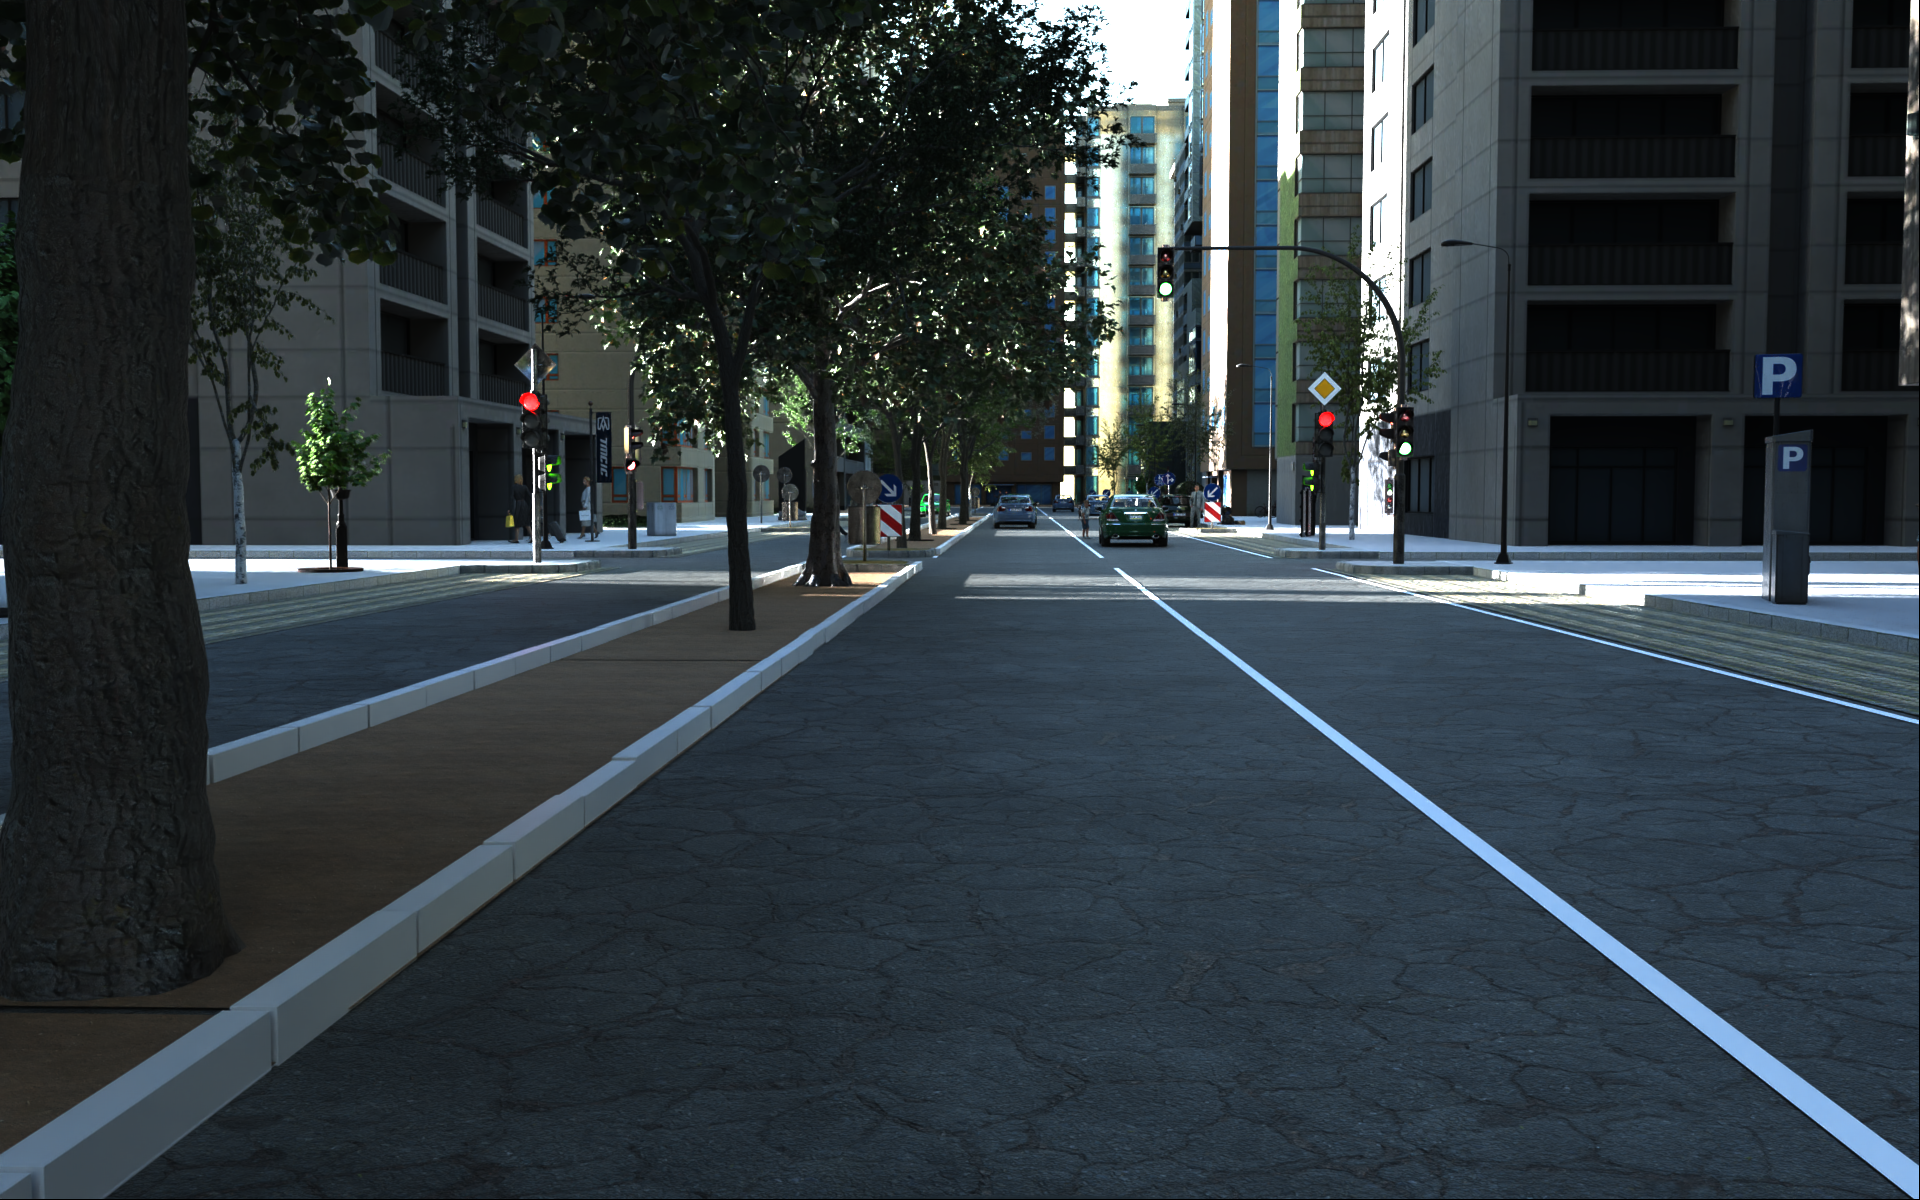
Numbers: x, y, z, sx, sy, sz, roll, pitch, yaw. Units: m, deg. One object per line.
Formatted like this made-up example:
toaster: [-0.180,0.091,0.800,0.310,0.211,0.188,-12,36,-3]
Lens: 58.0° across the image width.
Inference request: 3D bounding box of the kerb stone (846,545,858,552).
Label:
kerb stone: [-2.603,-1.169,41.316,0.120,0.150,1.000,0,4,2]

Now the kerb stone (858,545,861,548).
kerb stone: [-2.578,-1.232,42.338,0.120,0.150,1.000,0,4,2]

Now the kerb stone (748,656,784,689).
kerb stone: [-1.476,0.560,13.036,0.120,0.150,1.000,0,4,2]

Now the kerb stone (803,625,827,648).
kerb stone: [-1.378,0.373,16.102,0.120,0.150,1.000,0,4,2]

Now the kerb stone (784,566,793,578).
kerb stone: [-3.010,-0.441,29.504,0.120,0.150,1.000,0,4,2]

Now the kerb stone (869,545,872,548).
kerb stone: [-2.472,-1.408,45.411,0.120,0.150,1.000,0,4,2]

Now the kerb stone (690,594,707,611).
kerb stone: [-3.291,0.055,21.304,0.120,0.150,1.000,0,4,2]

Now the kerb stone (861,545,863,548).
kerb stone: [-2.542,-1.295,43.367,0.120,0.150,1.000,0,4,2]

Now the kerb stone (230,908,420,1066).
kerb stone: [-1.750,1.062,4.834,0.120,0.150,1.000,0,4,2]

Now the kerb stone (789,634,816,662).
kerb stone: [-1.397,0.435,15.080,0.120,0.150,1.000,0,4,2]

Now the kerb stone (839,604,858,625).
kerb stone: [-1.267,0.185,19.176,0.120,0.150,1.000,0,4,2]

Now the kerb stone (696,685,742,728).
kerb stone: [-1.541,0.686,10.986,0.120,0.150,1.000,0,4,2]

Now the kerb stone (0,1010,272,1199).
kerb stone: [-1.790,1.125,3.807,0.120,0.150,1.000,0,4,2]

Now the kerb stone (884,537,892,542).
kerb stone: [-2.229,-1.858,52.582,0.120,0.150,1.000,0,4,2]

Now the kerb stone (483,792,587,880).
kerb stone: [-1.681,0.936,6.886,0.120,0.150,1.000,0,4,2]

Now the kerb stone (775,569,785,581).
kerb stone: [-3.051,-0.384,28.480,0.120,0.150,1.000,0,4,2]

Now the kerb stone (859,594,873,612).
kerb stone: [-1.193,0.063,21.219,0.120,0.150,1.000,0,4,2]

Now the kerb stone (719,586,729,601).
kerb stone: [-3.218,-0.070,23.347,0.120,0.150,1.000,0,4,2]

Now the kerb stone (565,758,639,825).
kerb stone: [-1.648,0.885,7.913,0.120,0.150,1.000,0,4,2]

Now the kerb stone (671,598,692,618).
kerb stone: [-3.325,0.117,20.276,0.120,0.150,1.000,0,4,2]

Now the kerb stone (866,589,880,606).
kerb stone: [-1.157,-0.003,22.240,0.120,0.150,1.000,0,4,2]

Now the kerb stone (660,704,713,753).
kerb stone: [-1.585,0.751,9.960,0.120,0.150,1.000,0,4,2]

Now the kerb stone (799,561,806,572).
kerb stone: [-2.936,-0.566,31.554,0.120,0.150,1.000,0,4,2]

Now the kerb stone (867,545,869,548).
kerb stone: [-2.495,-1.357,44.388,0.120,0.150,1.000,0,4,2]

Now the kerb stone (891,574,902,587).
kerb stone: [-1.018,-0.254,26.345,0.120,0.150,1.000,0,4,2]

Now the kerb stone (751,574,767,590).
kerb stone: [-3.119,-0.258,26.421,0.120,0.150,1.000,0,4,2]

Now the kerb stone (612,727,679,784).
kerb stone: [-1.620,0.811,8.936,0.120,0.150,1.000,0,4,2]

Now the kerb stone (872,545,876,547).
kerb stone: [-2.390,-1.543,47.466,0.120,0.150,1.000,0,4,2]

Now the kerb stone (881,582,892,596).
kerb stone: [-1.084,-0.123,24.295,0.120,0.150,1.000,0,4,2]

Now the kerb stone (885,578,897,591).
kerb stone: [-1.051,-0.187,25.316,0.120,0.150,1.000,0,4,2]

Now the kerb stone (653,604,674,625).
kerb stone: [-3.366,0.183,19.255,0.120,0.150,1.000,0,4,2]

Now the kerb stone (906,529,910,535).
kerb stone: [-1.834,-2.549,63.867,0.120,0.150,1.000,0,4,2]

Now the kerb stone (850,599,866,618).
kerb stone: [-1.235,0.122,20.198,0.120,0.150,1.000,0,4,2]

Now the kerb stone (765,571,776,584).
kerb stone: [-3.083,-0.321,27.459,0.120,0.150,1.000,0,4,2]

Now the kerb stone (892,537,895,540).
kerb stone: [-2.186,-1.921,53.609,0.120,0.150,1.000,0,4,2]

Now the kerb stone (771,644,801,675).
kerb stone: [-1.435,0.498,14.059,0.120,0.150,1.000,0,4,2]

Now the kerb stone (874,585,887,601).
kerb stone: [-1.120,-0.066,23.273,0.120,0.150,1.000,0,4,2]

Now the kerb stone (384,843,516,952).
kerb stone: [-1.720,1.006,5.866,0.120,0.150,1.000,0,4,2]

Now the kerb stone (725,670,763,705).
kerb stone: [-1.515,0.626,12.009,0.120,0.150,1.000,0,4,2]

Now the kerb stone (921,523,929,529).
kerb stone: [-1.479,-3.176,74.126,0.120,0.150,1.000,0,4,2]

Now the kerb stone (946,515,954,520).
kerb stone: [-0.567,-4.799,100.772,0.120,0.150,1.000,0,4,2]

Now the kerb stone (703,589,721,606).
kerb stone: [-3.261,-0.008,22.326,0.120,0.150,1.000,0,4,2]

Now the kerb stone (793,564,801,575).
kerb stone: [-2.976,-0.510,30.532,0.120,0.150,1.000,0,4,2]

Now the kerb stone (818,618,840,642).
kerb stone: [-1.328,0.310,17.130,0.120,0.150,1.000,0,4,2]

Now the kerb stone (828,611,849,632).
kerb stone: [-1.302,0.247,18.154,0.120,0.150,1.000,0,4,2]

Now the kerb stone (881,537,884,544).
kerb stone: [-2.331,-1.664,49.510,0.120,0.150,1.000,0,4,2]
